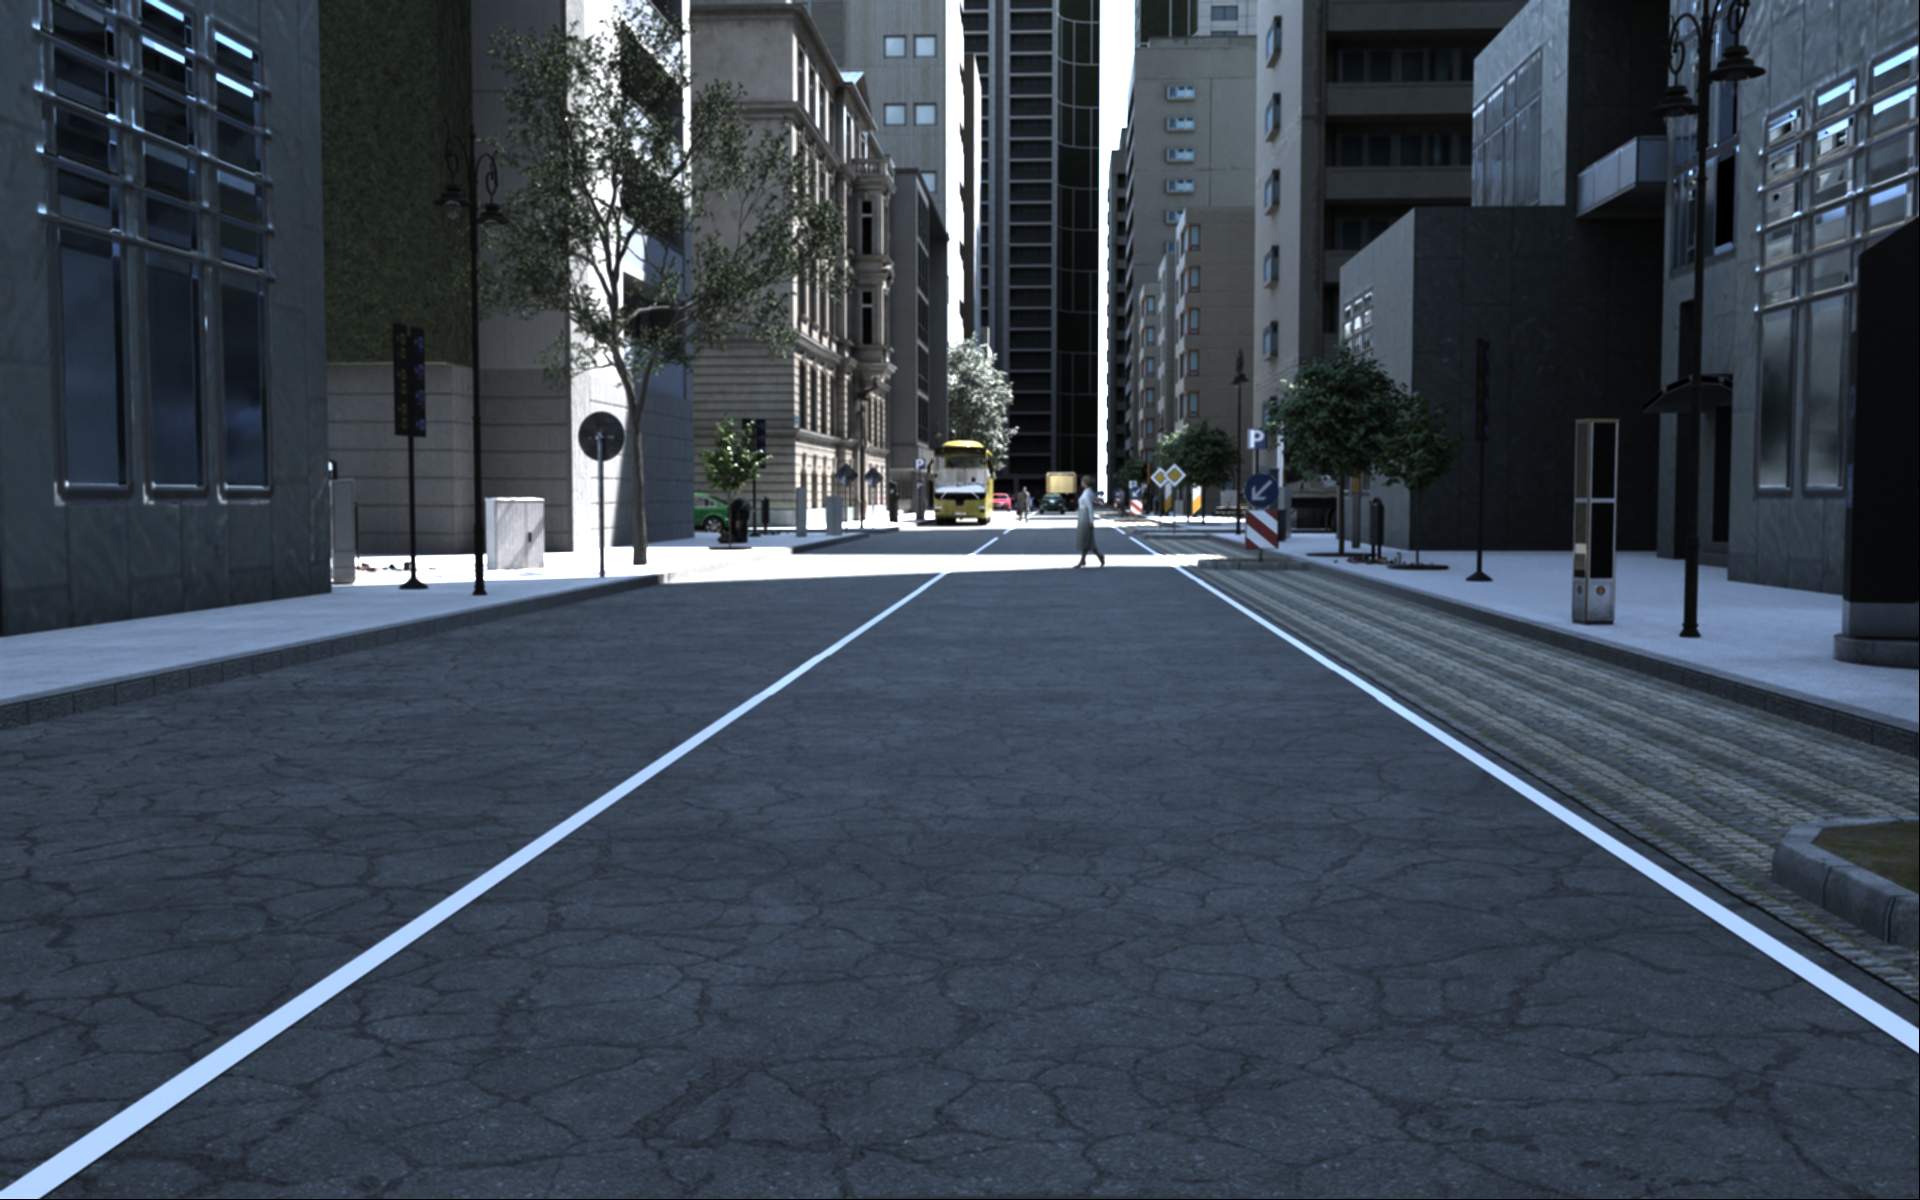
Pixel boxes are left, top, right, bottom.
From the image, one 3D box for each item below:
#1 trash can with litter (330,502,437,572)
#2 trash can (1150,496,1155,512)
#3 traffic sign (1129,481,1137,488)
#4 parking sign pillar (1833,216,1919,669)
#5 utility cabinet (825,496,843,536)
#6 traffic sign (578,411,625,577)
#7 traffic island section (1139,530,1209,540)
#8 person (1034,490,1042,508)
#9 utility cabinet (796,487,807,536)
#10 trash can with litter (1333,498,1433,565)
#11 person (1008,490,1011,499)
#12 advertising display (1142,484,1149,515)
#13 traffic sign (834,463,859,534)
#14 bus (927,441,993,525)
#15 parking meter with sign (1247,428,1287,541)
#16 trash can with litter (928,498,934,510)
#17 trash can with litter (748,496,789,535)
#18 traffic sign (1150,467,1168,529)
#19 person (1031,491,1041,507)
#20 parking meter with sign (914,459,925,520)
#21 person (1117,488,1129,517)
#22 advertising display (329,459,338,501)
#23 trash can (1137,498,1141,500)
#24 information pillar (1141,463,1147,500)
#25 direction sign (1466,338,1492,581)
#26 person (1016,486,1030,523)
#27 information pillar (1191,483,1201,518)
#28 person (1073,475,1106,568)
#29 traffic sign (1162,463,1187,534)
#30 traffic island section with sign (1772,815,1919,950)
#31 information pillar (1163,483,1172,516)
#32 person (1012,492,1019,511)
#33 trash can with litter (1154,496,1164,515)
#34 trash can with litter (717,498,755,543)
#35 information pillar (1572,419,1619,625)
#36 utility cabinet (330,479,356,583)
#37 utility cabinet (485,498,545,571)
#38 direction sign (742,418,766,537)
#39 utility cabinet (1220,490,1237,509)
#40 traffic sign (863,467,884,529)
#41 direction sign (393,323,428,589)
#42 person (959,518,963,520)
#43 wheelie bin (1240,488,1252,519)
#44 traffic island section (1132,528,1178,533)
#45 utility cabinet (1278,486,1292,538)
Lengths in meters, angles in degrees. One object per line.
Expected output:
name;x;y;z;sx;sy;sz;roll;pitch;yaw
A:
trash can with litter;-9.960;-1.098;29.004;2.233;1.210;1.678;0;4;-8
trash can;13.919;-6.868;123.949;0.748;1.137;0.748;0;3;0
traffic sign;13.222;-7.966;132.381;0.606;2.300;0.079;1;4;11
parking sign pillar;7.471;-1.506;13.102;1.447;3.967;1.447;1;4;20
utility cabinet;-3.917;-2.617;53.949;0.306;1.237;1.020;-1;4;-19
traffic sign;-5.542;-1.629;26.742;0.768;2.556;0.104;1;4;13
traffic island section;6.907;-2.045;55.710;2.009;0.180;2.903;0;4;3
person;7.988;-10.237;176.018;1.348;1.807;0.705;-3;4;-37
utility cabinet;-4.833;-2.685;52.571;0.318;1.500;1.173;0;4;-7
trash can with litter;7.816;-1.306;32.413;1.678;1.210;2.233;0;4;1
person;5.085;-10.264;176.403;0.705;1.814;1.350;0;4;2
advertising display;11.438;-6.212;106.772;0.123;1.923;0.974;-1;4;-14
traffic sign;-3.691;-3.219;56.278;0.795;2.450;0.064;0;4;3
bus;0.226;-5.617;83.379;2.896;3.916;12.252;0;4;2
parking meter with sign;8.342;-3.095;46.866;0.543;3.016;1.738;2;4;31
trash can with litter;-2.149;-7.720;137.286;2.233;1.210;1.678;3;4;37
trash can with litter;-6.275;-2.690;55.033;1.678;1.210;2.233;-1;4;-9
traffic sign;7.355;-3.667;63.605;0.795;2.450;0.064;0;4;3
person;8.337;-11.166;191.204;1.348;1.807;0.705;1;4;23
parking meter with sign;-1.957;-5.474;85.755;0.543;3.016;1.738;0;4;1
person;10.105;-6.082;108.057;0.853;1.813;0.709;-1;4;-15
advertising display;-12.107;-1.662;32.393;0.974;1.923;0.123;1;4;10
trash can;13.958;-7.488;134.089;0.748;1.137;0.748;0;3;0
information pillar;13.818;-8.457;129.624;0.504;3.616;0.183;-1;4;-19
direction sign;7.684;-2.051;25.532;0.379;3.537;0.876;2;4;27
person;3.203;-4.792;86.947;0.694;1.812;0.767;-1;4;-9
information pillar;12.770;-6.245;93.463;0.504;3.616;0.183;-1;4;-17
person;2.533;-1.530;33.747;0.641;1.798;0.478;1;4;17
traffic sign;6.883;-3.180;55.634;0.795;2.450;0.064;0;4;3
traffic island section with sign;3.954;0.171;5.835;1.989;1.847;2.006;0;4;3
information pillar;12.136;-6.702;100.932;0.504;3.616;0.183;-3;5;-39
person;4.673;-8.350;146.489;0.593;1.643;0.415;0;4;5
trash can with litter;12.192;-5.788;106.013;0.624;1.170;1.055;0;4;2
trash can with litter;-5.886;-2.082;45.435;0.624;1.170;1.055;2;4;24
information pillar;6.258;-0.769;17.069;0.304;2.012;0.304;0;4;-7
utility cabinet;-8.936;-1.000;25.028;0.318;1.500;1.173;-1;4;-21
utility cabinet;-7.551;-1.117;29.432;0.306;1.237;1.020;3;4;38
direction sign;-6.197;-3.680;52.159;0.379;3.537;0.876;3;5;43
utility cabinet;16.014;-5.739;102.510;1.173;1.500;0.318;2;4;32
traffic sign;-3.220;-3.707;64.249;0.795;2.450;0.064;0;4;3
direction sign;-7.421;-1.922;23.420;0.379;3.537;0.876;0;4;7
person;0.052;-5.342;95.962;0.709;1.813;0.853;-2;4;-25
wheelie bin;14.778;-5.003;89.714;0.693;1.594;0.980;-3;5;-44
traffic island section;7.379;-2.532;63.681;2.009;0.180;2.903;0;4;3
utility cabinet;9.413;-2.559;50.516;0.318;1.500;1.173;1;4;20
